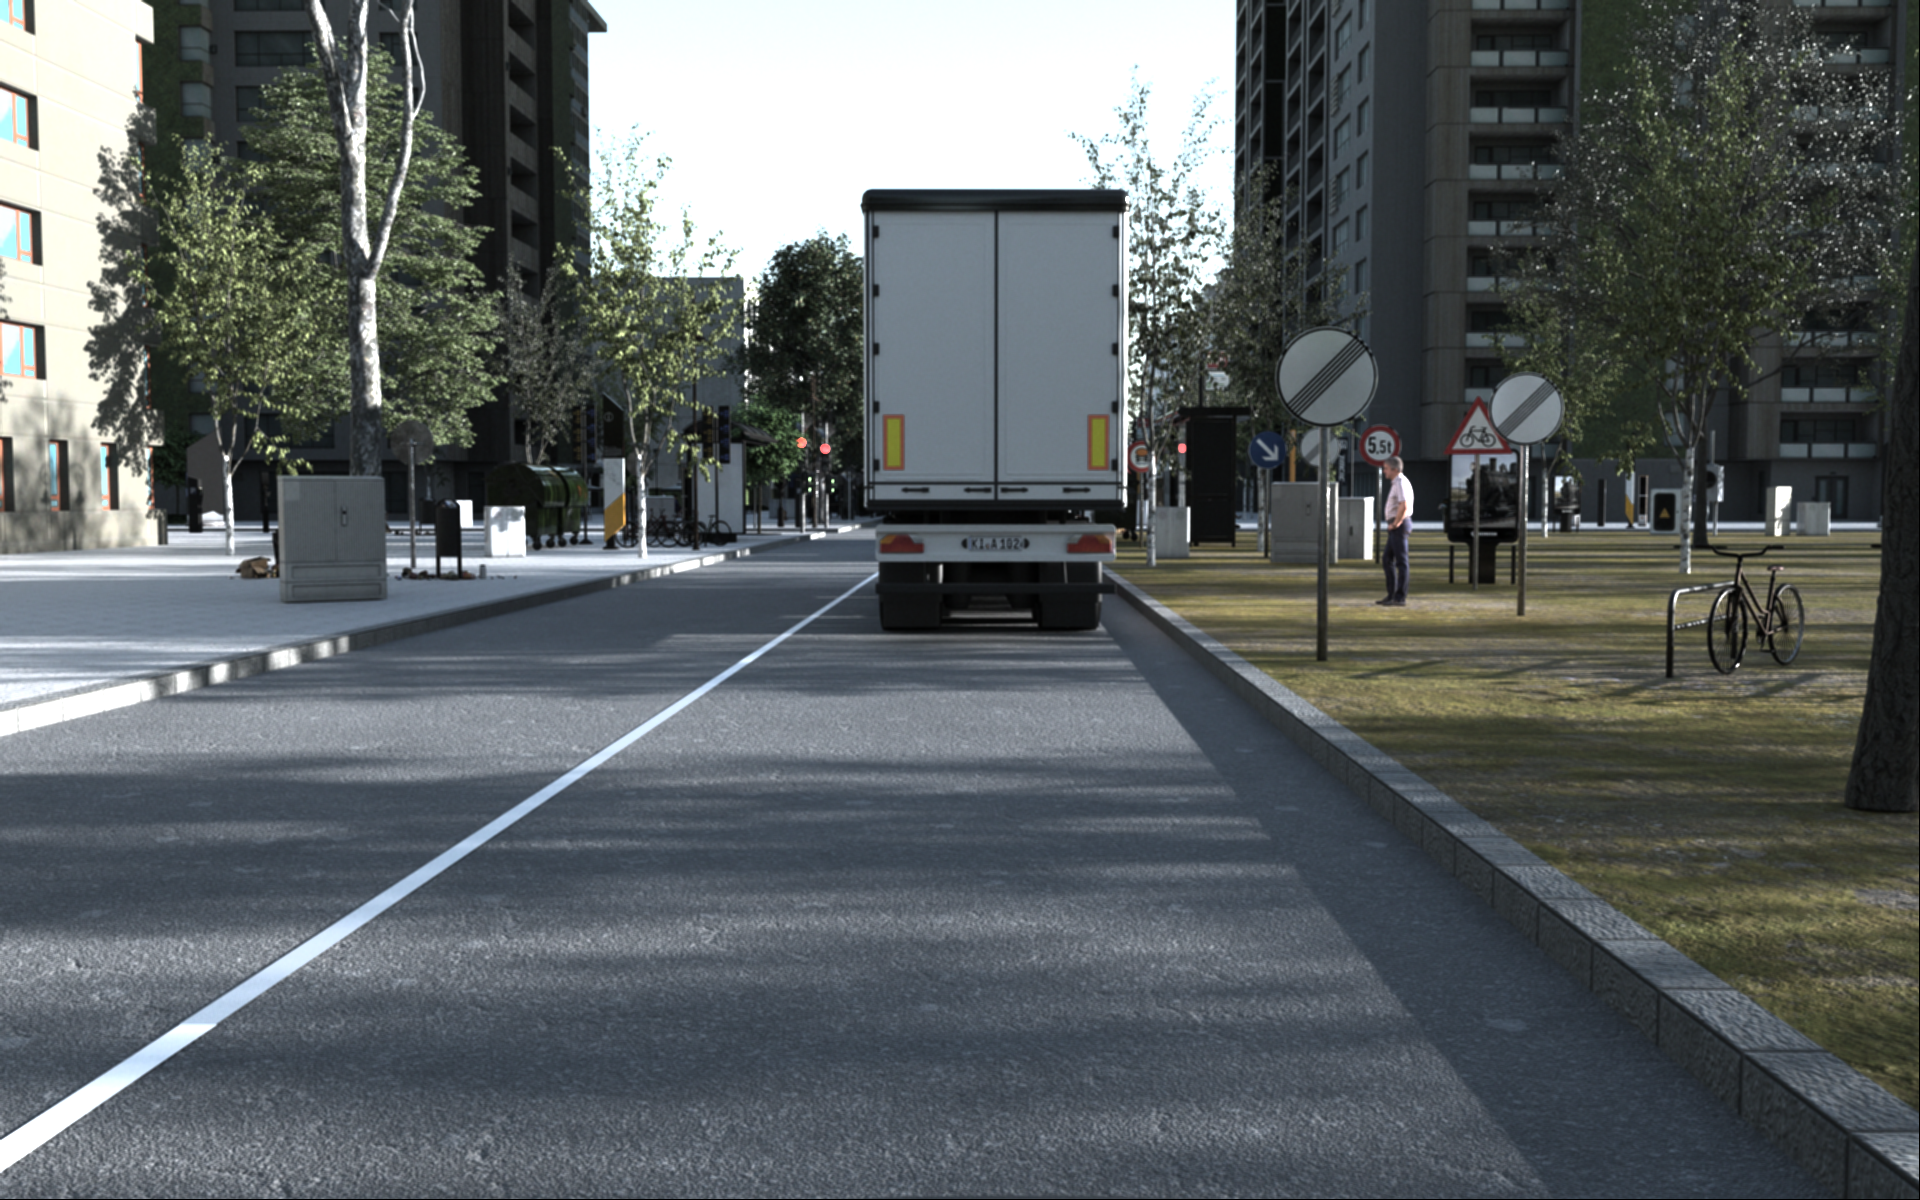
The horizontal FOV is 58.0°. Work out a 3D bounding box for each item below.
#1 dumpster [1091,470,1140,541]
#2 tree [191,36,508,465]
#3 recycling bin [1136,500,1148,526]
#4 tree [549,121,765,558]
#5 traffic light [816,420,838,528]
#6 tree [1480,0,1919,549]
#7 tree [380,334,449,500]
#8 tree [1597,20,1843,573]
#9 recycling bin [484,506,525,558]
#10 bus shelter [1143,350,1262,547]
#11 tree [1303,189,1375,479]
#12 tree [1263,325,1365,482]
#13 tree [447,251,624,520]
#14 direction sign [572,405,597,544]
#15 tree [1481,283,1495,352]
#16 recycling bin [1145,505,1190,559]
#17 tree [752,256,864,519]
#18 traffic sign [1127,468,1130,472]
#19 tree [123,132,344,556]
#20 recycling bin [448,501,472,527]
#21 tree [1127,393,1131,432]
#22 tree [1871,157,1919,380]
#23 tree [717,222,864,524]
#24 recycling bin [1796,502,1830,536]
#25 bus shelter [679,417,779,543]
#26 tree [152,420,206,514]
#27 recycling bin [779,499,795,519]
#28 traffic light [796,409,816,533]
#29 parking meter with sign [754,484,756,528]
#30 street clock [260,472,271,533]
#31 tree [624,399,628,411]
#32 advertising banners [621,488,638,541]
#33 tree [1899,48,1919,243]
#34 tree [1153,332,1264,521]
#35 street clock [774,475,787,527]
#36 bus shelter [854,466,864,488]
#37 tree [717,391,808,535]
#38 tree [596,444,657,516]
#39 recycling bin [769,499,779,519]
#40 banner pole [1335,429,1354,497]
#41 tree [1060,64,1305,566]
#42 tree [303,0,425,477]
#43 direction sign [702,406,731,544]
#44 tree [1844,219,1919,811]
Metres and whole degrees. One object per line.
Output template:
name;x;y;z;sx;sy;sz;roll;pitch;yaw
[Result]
dumpster;4.250;-2.789;48.098;1.502;2.255;1.985;0;4;1
tree;-15.633;-7.691;43.881;7.486;12.596;7.792;0;3;0
recycling bin;7.382;-3.501;69.789;0.722;1.027;0.722;2;4;33
tree;-6.280;-5.147;34.522;4.737;8.622;4.395;0;3;0
traffic light;-5.037;-4.678;65.414;0.839;4.253;0.868;0;4;1
tree;17.434;-7.960;40.518;12.009;13.543;11.850;0;3;0
tree;-23.902;-7.762;77.266;4.360;8.622;3.978;0;3;0
tree;11.902;-4.751;28.048;4.737;8.622;4.395;0;3;0
recycling bin;-9.316;-1.398;35.417;0.722;1.027;0.722;-2;4;-23
bus shelter;6.389;-4.167;45.764;2.179;5.291;8.768;0;4;1
tree;6.736;-5.366;38.101;4.360;8.622;3.978;0;3;0
tree;15.878;-7.609;74.764;4.737;8.622;4.395;0;3;0
tree;-13.038;-6.310;53.529;4.360;8.622;3.978;0;3;0
direction sign;-9.574;-3.193;44.197;0.876;3.537;0.379;3;4;37
tree;17.576;-6.165;51.155;4.737;8.622;4.395;0;3;0
recycling bin;4.148;-1.337;34.421;0.722;1.027;0.722;0;4;-3
tree;-5.833;-11.066;87.590;9.857;13.997;8.962;0;3;0
traffic sign;6.324;-4.110;67.200;0.884;2.594;0.081;0;4;6
tree;-15.035;-5.213;35.587;4.737;8.622;4.395;0;3;0
recycling bin;-19.539;-3.368;67.613;0.722;1.027;0.722;-3;5;-44
tree;9.684;-10.165;116.555;4.737;8.622;4.395;0;3;0
tree;29.197;-7.445;47.488;9.928;11.665;9.643;0;3;0
tree;-5.939;-9.577;73.600;9.611;12.733;9.660;0;3;0
recycling bin;26.160;-2.481;53.111;0.722;1.027;0.722;0;4;3
bus shelter;-6.386;-3.319;48.189;2.014;3.302;5.546;0;4;1
tree;-34.628;-5.677;76.531;4.285;4.588;4.351;0;3;0
recycling bin;-8.728;-4.694;89.295;0.722;1.027;0.722;-2;4;-27
traffic light;-5.214;-4.190;57.431;0.839;4.253;0.868;0;4;1
parking meter with sign;-8.479;-4.229;65.413;1.738;3.016;0.543;2;4;24
street clock;-23.096;-3.243;57.586;0.358;2.002;0.471;-2;4;-23
tree;-18.554;-8.324;86.452;4.360;8.622;3.978;0;3;0
advertising banners;-9.296;-3.179;48.167;0.090;3.025;2.074;0;4;5
tree;18.477;-4.885;30.226;4.737;8.622;4.395;0;3;0
tree;10.584;-7.715;76.500;4.737;8.622;4.395;0;3;0
street clock;-6.974;-3.842;67.381;0.471;2.002;0.358;2;4;32
bus shelter;-6.308;-7.699;119.808;2.014;3.302;5.546;0;4;1
tree;-6.462;-4.356;54.935;4.285;4.588;4.351;0;3;0
tree;-19.579;-7.194;101.336;4.285;4.588;4.351;0;3;0
recycling bin;-9.573;-4.798;91.003;0.722;1.027;0.722;-2;4;-32
banner pole;14.874;-4.695;66.783;0.863;3.779;0.401;2;4;24
tree;3.643;-4.908;30.604;4.360;8.622;3.978;0;3;0
tree;-8.507;-10.057;20.314;12.611;20.169;13.585;0;3;0
direction sign;-6.275;-3.221;44.665;0.876;3.537;0.379;2;4;30
tree;4.086;-4.416;6.614;7.601;10.594;8.767;1;4;21
